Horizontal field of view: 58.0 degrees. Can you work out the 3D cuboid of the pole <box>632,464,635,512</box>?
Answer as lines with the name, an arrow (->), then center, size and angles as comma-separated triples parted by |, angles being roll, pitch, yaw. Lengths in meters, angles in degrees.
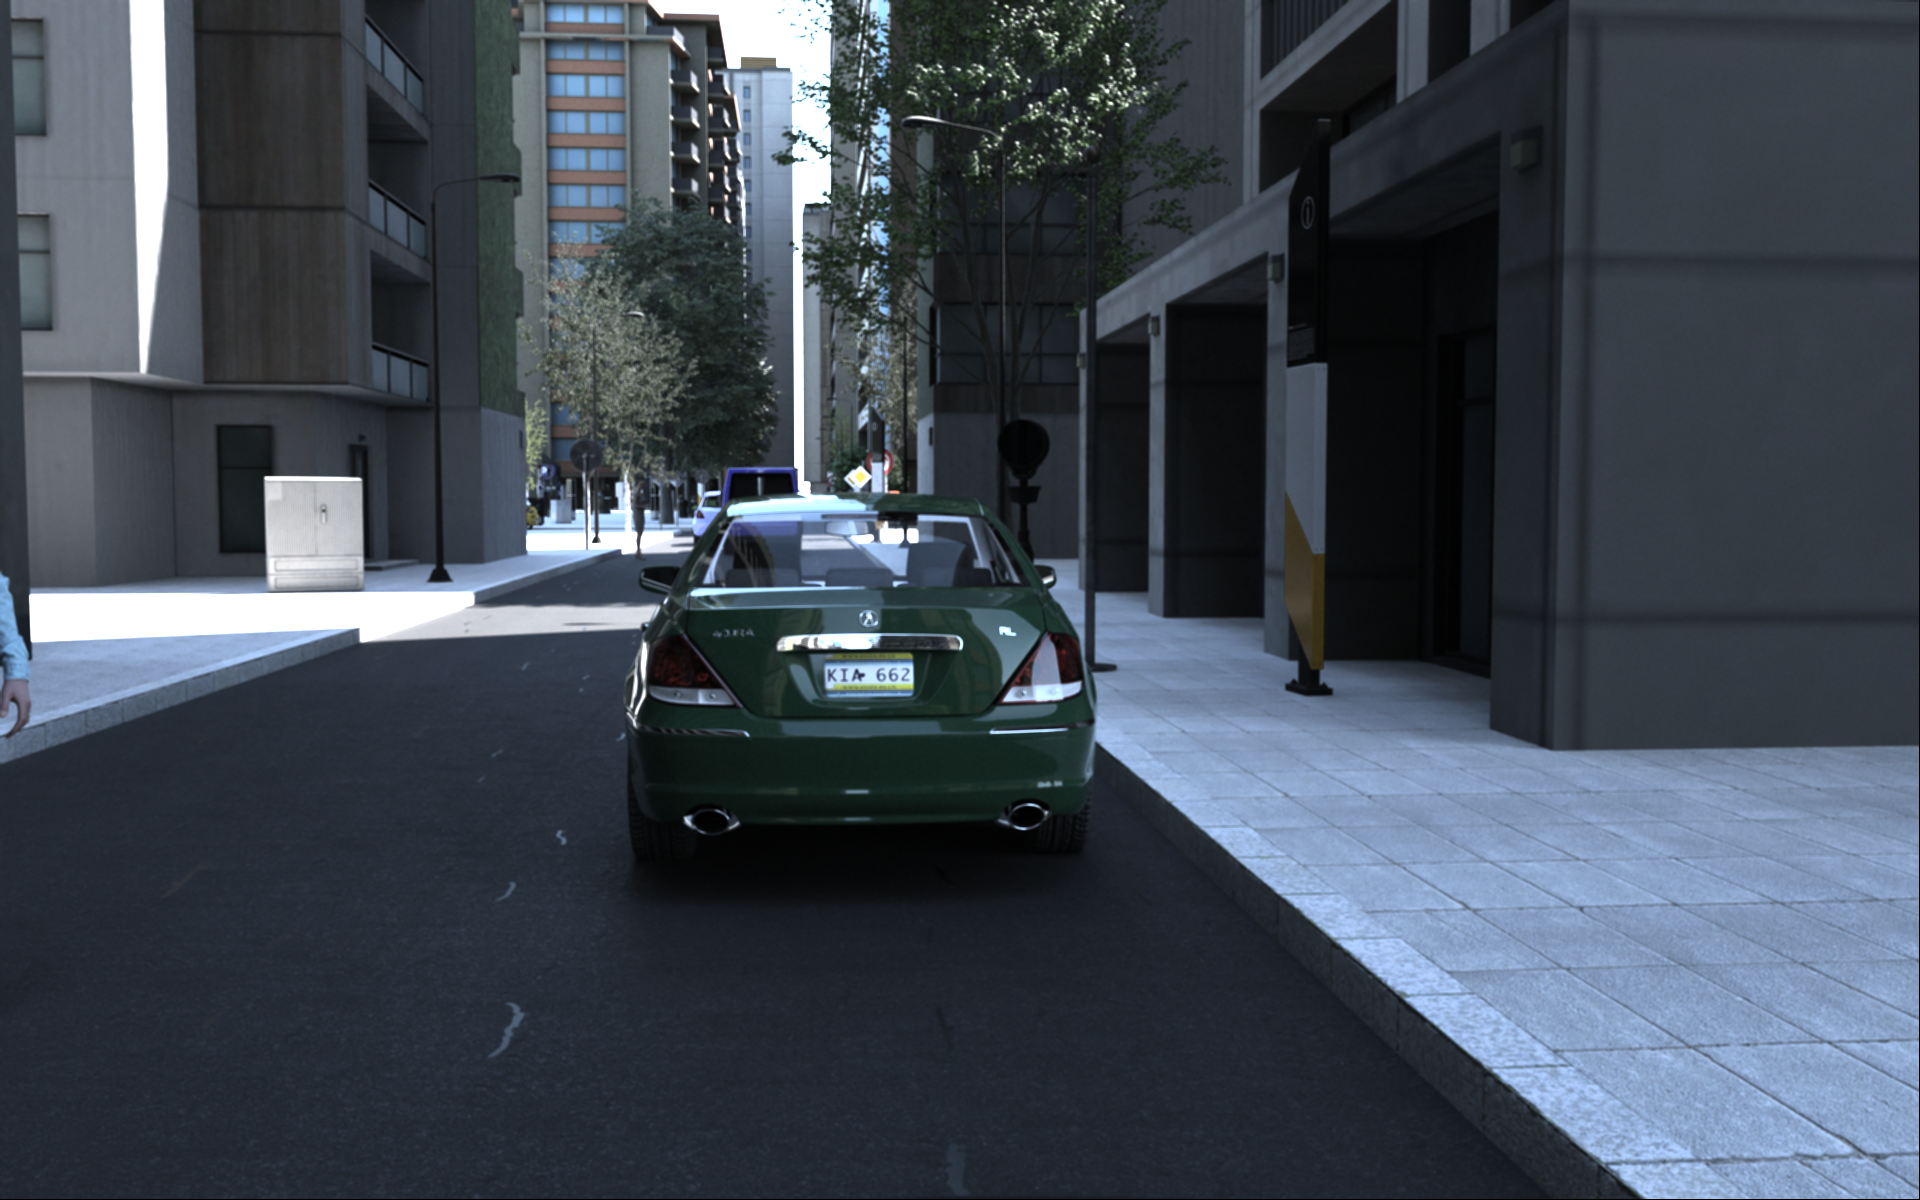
pole -> -22.188, -7.582, 117.805 | 0.158, 3.312, 0.155 | 0, 3, 0

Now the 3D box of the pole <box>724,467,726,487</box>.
pole -> -15.766, -7.494, 116.365 | 0.158, 3.312, 0.155 | 0, 3, 0

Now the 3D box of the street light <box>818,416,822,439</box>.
street light -> -7.550, -7.970, 102.844 | 1.470, 5.913, 1.316 | 0, 4, -5

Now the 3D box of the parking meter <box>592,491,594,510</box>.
parking meter -> -26.572, -7.120, 124.827 | 0.372, 1.533, 0.369 | 0, 3, 0

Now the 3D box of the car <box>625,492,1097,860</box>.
car -> -0.512, 0.215, 8.279 | 2.131, 1.459, 4.920 | 0, 4, -5

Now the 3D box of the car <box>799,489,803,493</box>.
car -> -12.921, -7.718, 134.864 | 2.281, 1.827, 5.304 | 0, 4, -6

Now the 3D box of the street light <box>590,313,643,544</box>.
street light -> -8.802, -4.396, 44.424 | 1.470, 5.913, 1.316 | 0, 4, -5

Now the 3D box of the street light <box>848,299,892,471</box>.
street light -> -1.841, -4.190, 41.054 | 1.470, 5.913, 1.316 | 0, 4, -5

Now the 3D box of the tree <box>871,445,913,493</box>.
tree -> -2.508, -4.520, 68.501 | 1.663, 3.219, 1.824 | 0, 3, 0

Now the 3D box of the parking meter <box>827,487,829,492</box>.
parking meter -> -10.171, -7.867, 134.333 | 0.255, 1.863, 0.399 | -1, 4, -9

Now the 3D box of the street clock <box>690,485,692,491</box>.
street clock -> -21.156, -7.980, 135.042 | 0.471, 2.002, 0.358 | -2, 4, -28

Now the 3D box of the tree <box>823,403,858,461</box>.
tree -> -9.091, -11.510, 138.553 | 4.737, 8.622, 4.395 | 0, 3, 0

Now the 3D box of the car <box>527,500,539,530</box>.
car -> -17.870, -3.350, 65.003 | 3.980, 1.641, 2.015 | 0, 4, -4

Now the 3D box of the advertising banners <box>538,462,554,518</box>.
advertising banners -> -24.988, -6.625, 104.508 | 0.090, 3.025, 2.074 | 1, 4, 12

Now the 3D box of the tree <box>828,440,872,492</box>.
tree -> -6.421, -7.470, 105.853 | 4.285, 4.588, 4.351 | 0, 3, 0

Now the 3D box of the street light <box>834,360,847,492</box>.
street light -> -3.550, -5.367, 60.286 | 1.470, 5.913, 1.316 | 0, 4, -5

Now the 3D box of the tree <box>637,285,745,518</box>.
tree -> -15.060, -10.765, 94.140 | 7.486, 12.596, 7.792 | 0, 3, 0

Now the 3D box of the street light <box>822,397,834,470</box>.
street light -> -5.742, -6.777, 83.353 | 1.470, 5.913, 1.316 | 0, 4, -5

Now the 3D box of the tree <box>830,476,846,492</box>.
tree -> -7.833, -7.323, 114.329 | 1.663, 3.219, 1.824 | 0, 3, 0

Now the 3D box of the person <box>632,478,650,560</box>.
person -> -7.010, -1.788, 38.076 | 0.374, 1.781, 0.599 | 0, 4, 5

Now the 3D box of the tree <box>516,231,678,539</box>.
tree -> -10.450, -6.007, 48.577 | 4.360, 8.622, 3.978 | 0, 3, 0

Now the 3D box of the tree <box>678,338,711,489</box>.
tree -> -10.671, -6.448, 55.784 | 4.360, 8.622, 3.978 | 0, 3, 0

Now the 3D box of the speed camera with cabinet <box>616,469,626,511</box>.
speed camera with cabinet -> -25.635, -8.376, 131.281 | 0.660, 3.252, 2.038 | 0, 4, 0

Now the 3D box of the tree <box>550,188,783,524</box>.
tree -> -12.469, -10.225, 73.841 | 9.857, 13.997, 8.962 | 0, 3, 0

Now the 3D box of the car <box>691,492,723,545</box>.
car -> -6.680, -2.428, 49.290 | 1.945, 1.707, 3.694 | 0, 4, -6

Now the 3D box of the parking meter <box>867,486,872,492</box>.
parking meter -> -2.743, -2.816, 54.460 | 0.372, 1.533, 0.369 | 0, 3, 0

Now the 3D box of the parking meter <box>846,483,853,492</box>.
parking meter -> -5.031, -4.499, 79.265 | 0.399, 1.863, 0.255 | 0, 4, -1

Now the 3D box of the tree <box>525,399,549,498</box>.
tree -> -32.232, -10.870, 128.094 | 4.737, 8.622, 4.395 | 0, 3, 0

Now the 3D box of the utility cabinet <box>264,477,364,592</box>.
utility cabinet -> -8.437, -0.854, 22.648 | 1.173, 1.500, 0.318 | -2, 4, -27

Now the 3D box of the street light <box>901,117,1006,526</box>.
street light -> -0.022, -2.997, 21.537 | 1.470, 5.913, 1.316 | 0, 4, -5

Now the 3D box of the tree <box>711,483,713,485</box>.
tree -> -16.347, -9.671, 108.485 | 4.360, 8.622, 3.978 | 0, 3, 0

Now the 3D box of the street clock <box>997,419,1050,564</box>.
street clock -> 0.618, -0.753, 16.878 | 0.471, 2.002, 0.358 | 1, 4, 16

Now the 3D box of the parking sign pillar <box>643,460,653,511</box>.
parking sign pillar -> -24.013, -8.903, 134.035 | 1.447, 3.967, 1.447 | 1, 4, 16

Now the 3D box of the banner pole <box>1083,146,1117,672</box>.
banner pole -> 0.976, -1.393, 12.787 | 0.401, 3.779, 0.863 | 0, 4, 7

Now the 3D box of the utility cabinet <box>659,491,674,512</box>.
utility cabinet -> -18.980, -6.294, 111.579 | 0.318, 1.500, 1.173 | 3, 5, 39

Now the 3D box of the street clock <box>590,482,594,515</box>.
street clock -> -22.458, -6.166, 105.391 | 0.358, 2.002, 0.471 | 0, 4, -7

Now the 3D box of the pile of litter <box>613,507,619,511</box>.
pile of litter -> -26.527, -7.410, 135.119 | 1.176, 0.858, 1.719 | 2, 4, 34

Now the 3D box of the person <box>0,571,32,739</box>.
person -> -2.804, 0.233, 4.547 | 0.638, 1.841, 0.748 | -3, 4, -38

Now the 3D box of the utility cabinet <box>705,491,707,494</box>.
utility cabinet -> -18.304, -7.049, 123.935 | 0.318, 1.500, 1.173 | -1, 4, -13

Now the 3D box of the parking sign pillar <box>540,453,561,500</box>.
parking sign pillar -> -26.511, -7.561, 112.096 | 1.447, 3.967, 1.447 | 1, 4, 17

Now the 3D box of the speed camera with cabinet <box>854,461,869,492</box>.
speed camera with cabinet -> -5.280, -6.636, 102.841 | 2.038, 3.252, 0.660 | -3, 4, -38

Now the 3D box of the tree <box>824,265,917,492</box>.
tree -> -2.197, -6.466, 56.089 | 4.360, 8.622, 3.978 | 0, 3, 0

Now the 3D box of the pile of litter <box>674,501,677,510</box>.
pile of litter -> -22.804, -7.719, 140.162 | 1.719, 0.858, 1.176 | 0, 4, 4

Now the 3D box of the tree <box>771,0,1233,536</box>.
tree -> 0.750, -6.291, 28.612 | 9.928, 11.665, 9.643 | 0, 3, 0
